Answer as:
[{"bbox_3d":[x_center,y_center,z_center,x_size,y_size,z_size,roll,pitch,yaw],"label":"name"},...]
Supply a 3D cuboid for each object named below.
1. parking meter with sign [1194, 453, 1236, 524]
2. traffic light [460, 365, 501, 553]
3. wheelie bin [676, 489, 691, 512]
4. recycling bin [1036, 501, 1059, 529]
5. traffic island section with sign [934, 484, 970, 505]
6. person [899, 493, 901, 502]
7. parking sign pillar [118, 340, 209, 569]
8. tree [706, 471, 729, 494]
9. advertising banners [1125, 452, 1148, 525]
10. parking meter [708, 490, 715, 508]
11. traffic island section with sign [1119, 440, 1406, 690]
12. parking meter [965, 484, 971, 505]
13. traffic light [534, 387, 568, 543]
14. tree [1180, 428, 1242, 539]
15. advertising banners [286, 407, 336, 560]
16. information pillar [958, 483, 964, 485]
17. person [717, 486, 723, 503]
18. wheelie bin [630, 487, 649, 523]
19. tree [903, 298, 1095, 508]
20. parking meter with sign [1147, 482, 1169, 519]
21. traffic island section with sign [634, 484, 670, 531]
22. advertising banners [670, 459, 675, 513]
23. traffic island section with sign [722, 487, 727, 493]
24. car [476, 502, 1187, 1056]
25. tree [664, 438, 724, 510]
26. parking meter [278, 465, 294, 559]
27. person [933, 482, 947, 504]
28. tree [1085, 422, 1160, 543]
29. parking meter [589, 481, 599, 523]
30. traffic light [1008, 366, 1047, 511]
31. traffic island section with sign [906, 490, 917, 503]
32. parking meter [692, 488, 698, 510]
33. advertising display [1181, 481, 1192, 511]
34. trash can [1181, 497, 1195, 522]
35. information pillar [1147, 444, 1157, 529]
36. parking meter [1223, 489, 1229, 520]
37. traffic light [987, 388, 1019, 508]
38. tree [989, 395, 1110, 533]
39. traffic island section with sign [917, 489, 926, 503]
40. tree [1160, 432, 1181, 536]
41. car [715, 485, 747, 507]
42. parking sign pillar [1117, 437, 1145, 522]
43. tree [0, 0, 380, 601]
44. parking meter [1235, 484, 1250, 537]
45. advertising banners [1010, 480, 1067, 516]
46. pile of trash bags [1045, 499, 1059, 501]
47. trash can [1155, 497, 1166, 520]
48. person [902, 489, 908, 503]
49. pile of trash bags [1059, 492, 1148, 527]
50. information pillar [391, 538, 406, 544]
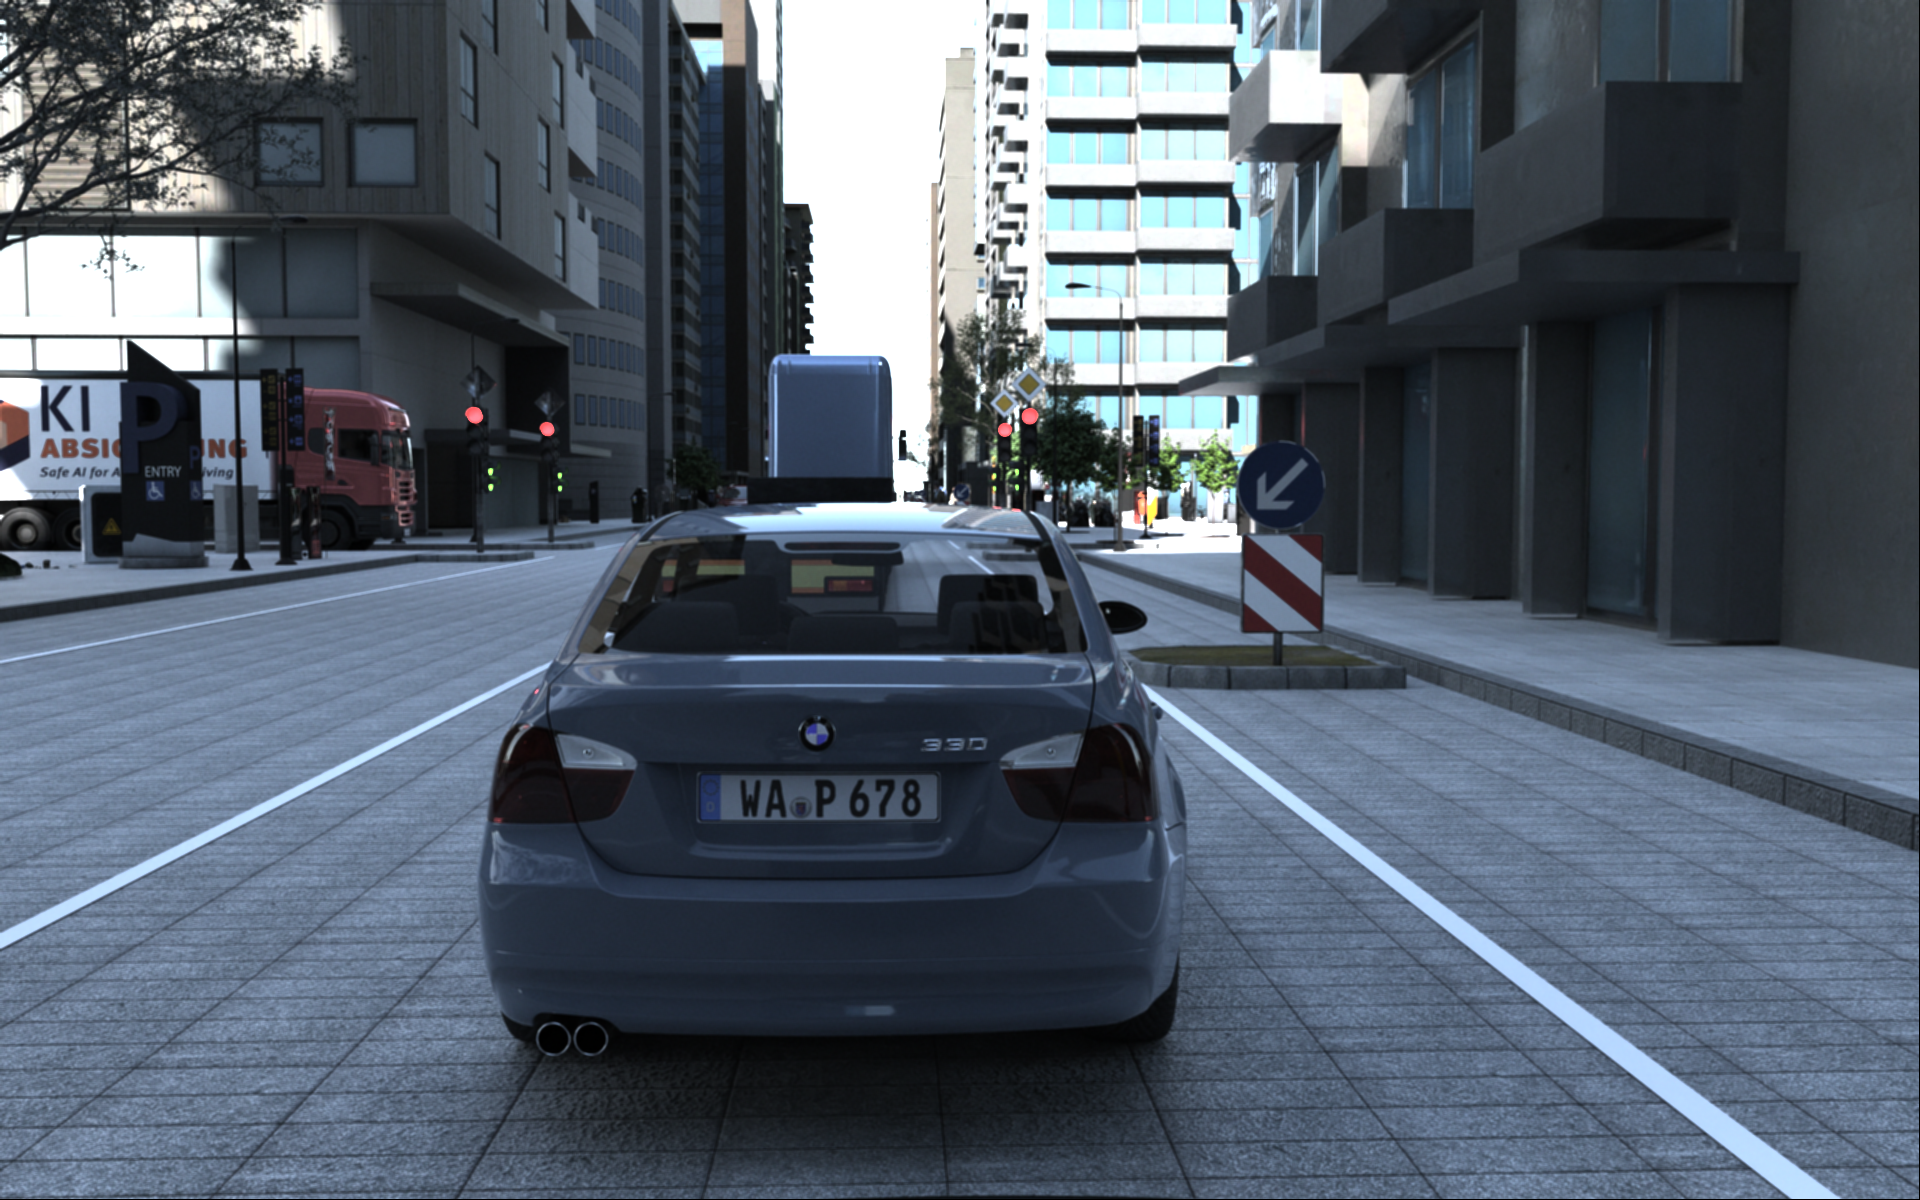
[{"bbox_3d":[10.901,-4.748,73.893,1.738,3.016,0.543,0,4,-1],"label":"parking meter with sign"},{"bbox_3d":[-10.455,-2.983,37.695,0.839,4.253,0.868,0,4,-2],"label":"traffic light"},{"bbox_3d":[-18.240,-6.500,114.184,0.980,1.594,0.693,-1,4,-14],"label":"wheelie bin"},{"bbox_3d":[3.111,-3.009,61.748,0.722,1.027,0.722,0,4,-7],"label":"recycling bin"},{"bbox_3d":[-0.074,-3.672,68.659,1.989,1.847,2.006,0,4,-2],"label":"traffic island section with sign"},{"bbox_3d":[-8.661,-14.707,250.427,0.415,1.643,0.593,1,4,20],"label":"person"},{"bbox_3d":[-13.909,-2.549,30.149,1.447,3.967,1.447,1,4,9],"label":"parking sign pillar"},{"bbox_3d":[-16.648,-7.476,116.833,1.663,3.219,1.824,0,3,0],"label":"tree"},{"bbox_3d":[7.405,-4.648,72.180,0.090,3.025,2.074,-2,4,-26],"label":"advertising banners"},{"bbox_3d":[-14.724,-5.767,102.704,0.372,1.533,0.369,0,3,0],"label":"parking meter"},{"bbox_3d":[2.247,-0.306,13.630,1.989,1.847,2.006,0,4,-2],"label":"traffic island section with sign"},{"bbox_3d":[0.458,-5.750,99.726,0.255,1.863,0.399,-1,4,-10],"label":"parking meter"},{"bbox_3d":[-10.790,-3.471,45.673,0.839,4.253,0.868,0,4,-2],"label":"traffic light"},{"bbox_3d":[7.517,-3.411,50.374,1.663,3.219,1.824,0,3,0],"label":"tree"},{"bbox_3d":[-12.786,-2.325,34.200,0.090,3.025,2.074,0,4,7],"label":"advertising banners"},{"bbox_3d":[0.067,-6.504,110.832,0.304,2.012,0.304,2,4,33],"label":"information pillar"},{"bbox_3d":[-10.504,-4.144,76.429,0.526,1.800,0.537,1,4,23],"label":"person"},{"bbox_3d":[-14.026,-4.161,75.937,0.693,1.594,0.980,0,4,4],"label":"wheelie bin"},{"bbox_3d":[2.278,-9.010,81.724,8.767,10.594,7.601,1,4,11],"label":"tree"},{"bbox_3d":[9.969,-5.727,89.899,1.738,3.016,0.543,-1,4,-15],"label":"parking meter with sign"},{"bbox_3d":[-11.796,-3.671,68.652,1.989,1.847,2.006,0,4,-2],"label":"traffic island section with sign"},{"bbox_3d":[-14.102,-5.429,84.960,0.090,3.025,2.074,0,4,-1],"label":"advertising banners"},{"bbox_3d":[-12.929,-5.318,95.583,1.989,1.847,2.006,0,4,-2],"label":"traffic island section with sign"},{"bbox_3d":[-0.320,0.378,5.817,2.014,1.417,4.499,0,4,-1],"label":"car"},{"bbox_3d":[-15.434,-7.136,100.390,4.285,4.588,4.351,0,3,0],"label":"tree"},{"bbox_3d":[-13.285,-1.741,34.173,0.255,1.863,0.399,-2,4,-29],"label":"parking meter"},{"bbox_3d":[-0.736,-3.088,58.899,0.656,1.842,0.836,1,4,16],"label":"person"},{"bbox_3d":[3.968,-3.106,45.388,1.663,3.219,1.824,0,3,0],"label":"tree"},{"bbox_3d":[-16.003,-4.282,75.717,0.399,1.863,0.255,0,4,-1],"label":"parking meter"},{"bbox_3d":[1.495,-3.015,38.211,0.839,4.253,0.868,0,4,-2],"label":"traffic light"},{"bbox_3d":[-3.293,-8.362,145.345,1.989,1.847,2.006,0,4,-2],"label":"traffic island section with sign"},{"bbox_3d":[-17.122,-6.487,111.768,0.255,1.863,0.399,-3,4,-37],"label":"parking meter"},{"bbox_3d":[11.121,-4.889,85.147,0.123,1.923,0.974,-1,4,-20],"label":"advertising display"},{"bbox_3d":[10.511,-4.148,79.471,0.748,1.137,0.748,0,3,0],"label":"trash can"},{"bbox_3d":[7.015,-4.390,63.139,0.183,3.616,0.504,3,4,38],"label":"information pillar"},{"bbox_3d":[13.015,-4.688,85.061,0.372,1.533,0.369,0,3,0],"label":"parking meter"},{"bbox_3d":[1.160,-3.503,46.189,0.839,4.253,0.868,0,4,-2],"label":"traffic light"},{"bbox_3d":[3.677,-4.514,57.521,4.285,4.588,4.351,0,3,0],"label":"tree"},{"bbox_3d":[-1.220,-5.350,96.103,1.989,1.847,2.006,0,4,-2],"label":"traffic island section with sign"},{"bbox_3d":[6.443,-3.572,53.000,1.663,3.219,1.824,0,3,0],"label":"tree"},{"bbox_3d":[-8.663,-3.742,69.852,2.281,1.827,5.304,0,4,-1],"label":"car"},{"bbox_3d":[7.943,-5.592,79.906,1.447,3.967,1.447,-1,4,-10],"label":"parking sign pillar"},{"bbox_3d":[-12.204,-6.708,20.042,12.009,13.543,11.850,0,3,0],"label":"tree"},{"bbox_3d":[8.550,-2.852,52.335,0.399,1.863,0.255,-1,4,-19],"label":"parking meter"},{"bbox_3d":[2.884,-4.180,64.527,2.074,3.025,0.090,0,4,-1],"label":"advertising banners"},{"bbox_3d":[3.731,-4.311,80.244,1.912,1.369,3.447,-1,4,-18],"label":"pile of trash bags"},{"bbox_3d":[9.969,-4.546,85.976,0.748,1.137,0.748,0,3,0],"label":"trash can"},{"bbox_3d":[-3.892,-6.759,119.603,0.643,1.750,0.593,1,4,8],"label":"person"},{"bbox_3d":[5.808,-3.532,67.505,3.447,1.369,1.912,1,4,11],"label":"pile of trash bags"},{"bbox_3d":[-14.480,-3.266,44.750,0.504,3.616,0.183,1,4,22],"label":"information pillar"}]
